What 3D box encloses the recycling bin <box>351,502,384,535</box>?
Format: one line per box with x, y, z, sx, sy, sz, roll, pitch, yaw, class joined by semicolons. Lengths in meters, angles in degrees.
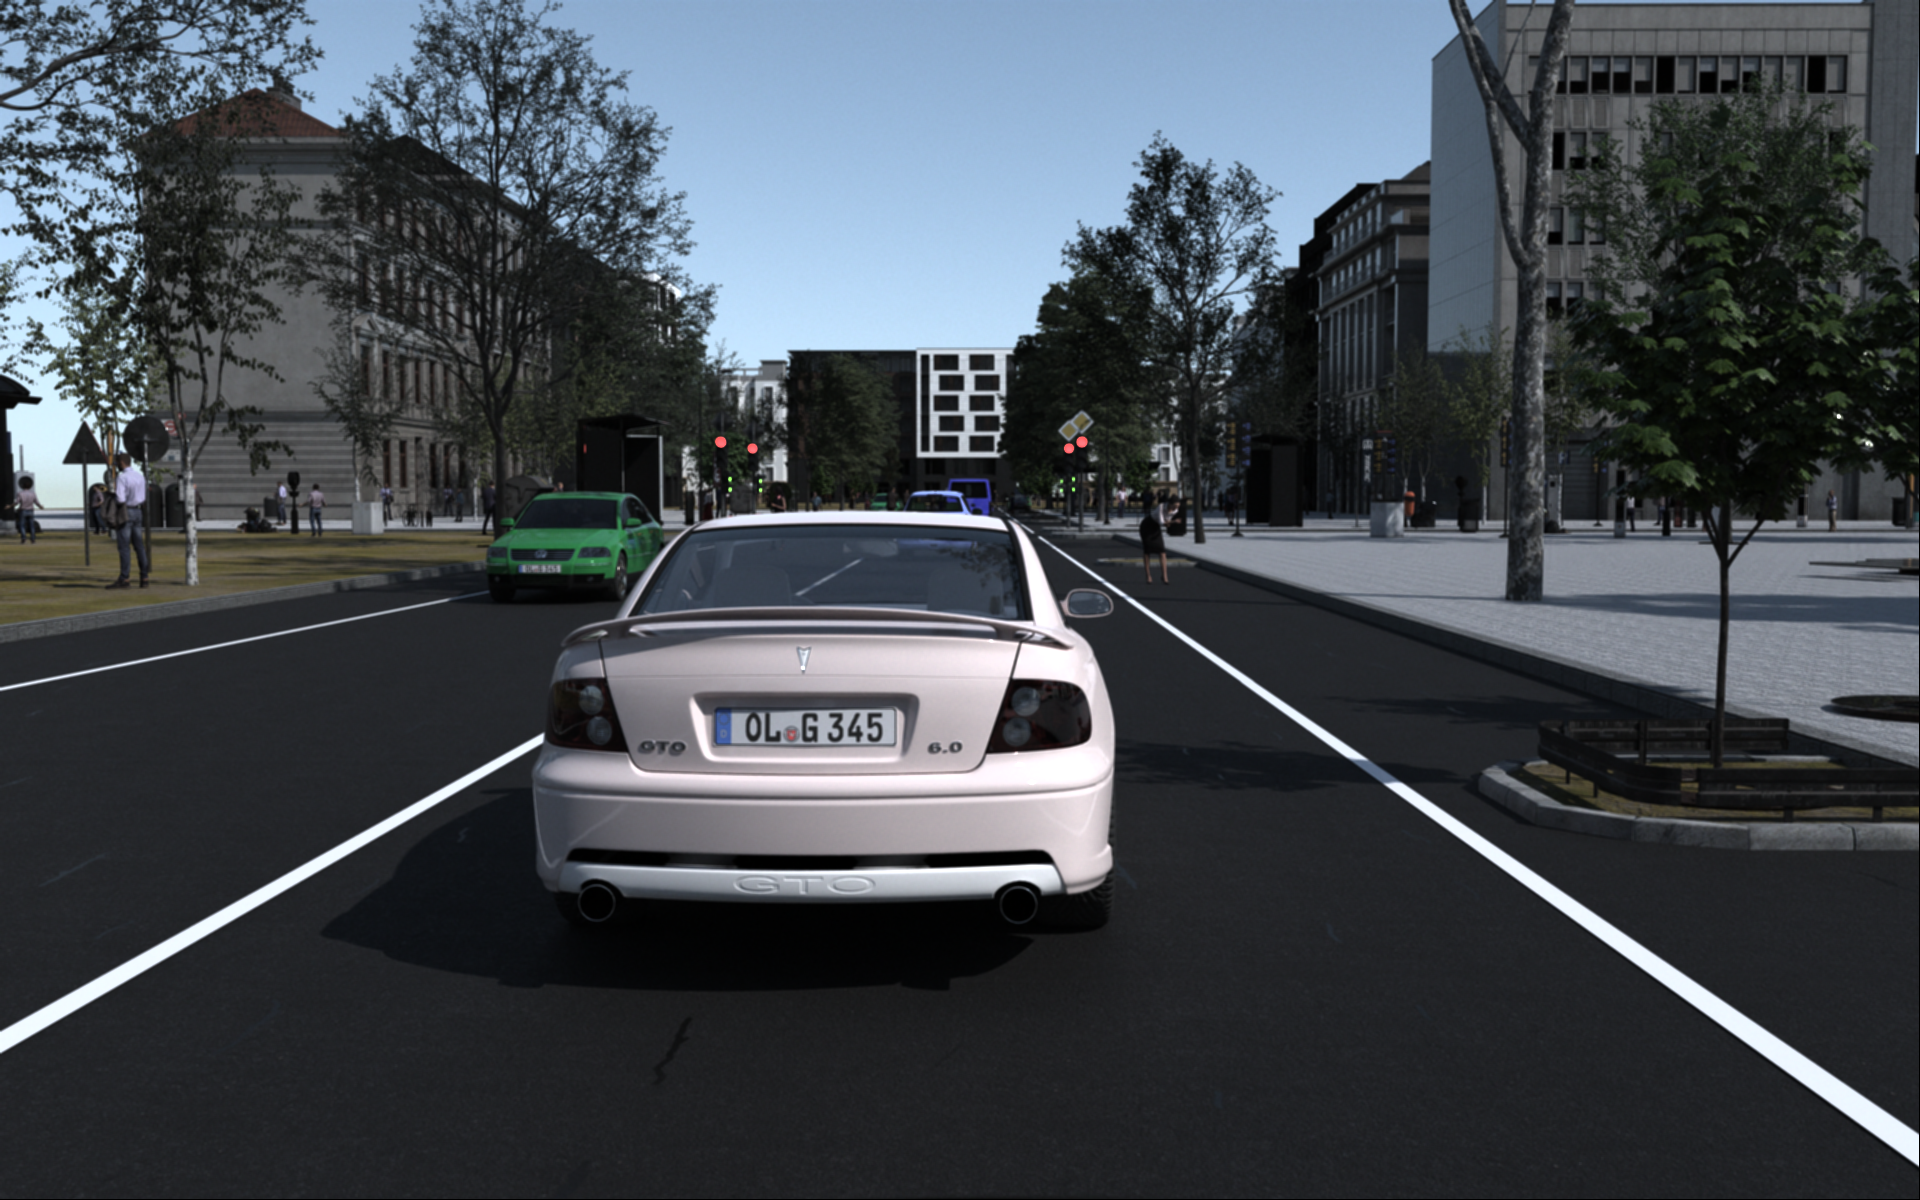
-18.593;-2.557;54.361;0.722;1.027;0.722;1;4;10;recycling bin

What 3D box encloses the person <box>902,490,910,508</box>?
-3.917;-7.090;125.106;0.565;1.739;0.600;-2;4;-31;person

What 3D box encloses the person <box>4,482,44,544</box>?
-23.913;-2.225;44.387;0.435;1.587;0.963;3;4;38;person

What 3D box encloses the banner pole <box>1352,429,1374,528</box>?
15.425;-4.661;66.226;0.863;3.779;0.401;0;4;-8;banner pole

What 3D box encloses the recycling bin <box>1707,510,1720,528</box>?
28.741;-3.253;65.745;0.722;1.027;0.722;2;4;27;recycling bin

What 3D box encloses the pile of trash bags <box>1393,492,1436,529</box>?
17.144;-3.436;65.928;1.912;1.369;3.447;1;4;15;pile of trash bags

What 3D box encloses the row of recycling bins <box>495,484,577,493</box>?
-16.669;-3.767;68.700;3.534;1.692;1.069;-2;4;-29;row of recycling bins

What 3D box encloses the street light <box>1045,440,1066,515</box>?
5.873;-8.170;106.115;1.470;5.913;1.316;0;4;1;street light

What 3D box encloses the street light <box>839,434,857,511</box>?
-8.557;-9.771;132.298;1.470;5.913;1.316;0;4;1;street light

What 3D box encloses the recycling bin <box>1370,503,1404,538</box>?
12.714;-2.386;51.559;0.722;1.027;0.722;-2;4;-27;recycling bin

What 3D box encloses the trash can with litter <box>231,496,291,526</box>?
-28.519;-3.644;70.638;2.233;1.210;1.678;-1;4;-21;trash can with litter

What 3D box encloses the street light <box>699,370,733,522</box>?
-9.177;-5.645;64.842;1.470;5.913;1.316;0;4;1;street light

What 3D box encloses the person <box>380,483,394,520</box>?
-28.135;-4.835;84.961;0.709;1.838;0.599;-2;4;-26;person

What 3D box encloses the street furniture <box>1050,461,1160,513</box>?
10.070;-7.908;121.402;7.346;3.524;5.398;0;4;0;street furniture

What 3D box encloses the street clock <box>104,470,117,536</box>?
-25.629;-2.922;52.345;0.471;2.002;0.358;2;4;35;street clock

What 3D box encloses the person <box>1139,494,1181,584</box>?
3.211;-0.967;27.504;0.799;1.438;0.628;2;4;24;person

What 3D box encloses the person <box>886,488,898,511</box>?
-3.294;-4.543;83.458;0.565;1.739;0.600;-1;4;-19;person

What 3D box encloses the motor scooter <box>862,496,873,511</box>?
-6.775;-7.027;127.664;0.815;1.314;1.986;0;4;1;motor scooter

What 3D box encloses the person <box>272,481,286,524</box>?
-29.097;-4.160;73.933;0.599;1.838;0.709;0;4;-4;person

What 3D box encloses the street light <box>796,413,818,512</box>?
-8.818;-7.739;99.067;1.470;5.913;1.316;0;4;1;street light

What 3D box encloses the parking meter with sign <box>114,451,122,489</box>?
-33.318;-4.451;69.041;1.738;3.016;0.543;3;5;43;parking meter with sign

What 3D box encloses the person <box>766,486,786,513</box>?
-4.638;-2.054;43.561;0.593;1.643;0.415;1;4;14;person

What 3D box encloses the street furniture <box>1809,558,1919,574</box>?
19.525;-1.107;24.948;11.010;1.723;9.812;-1;4;-16;street furniture

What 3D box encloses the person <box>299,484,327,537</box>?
-19.203;-2.667;51.612;0.435;1.587;0.963;2;4;35;person

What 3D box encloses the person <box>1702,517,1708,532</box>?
25.254;-2.884;58.889;0.697;1.427;0.421;-2;4;-25;person

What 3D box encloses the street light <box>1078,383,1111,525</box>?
5.655;-6.134;72.830;1.470;5.913;1.316;0;4;1;street light

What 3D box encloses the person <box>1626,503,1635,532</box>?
22.882;-2.984;59.497;0.614;1.554;0.590;-1;4;-20;person

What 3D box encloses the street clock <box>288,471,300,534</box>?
-21.357;-3.118;55.556;0.358;2.002;0.471;0;4;-1;street clock

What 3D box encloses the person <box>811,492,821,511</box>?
-7.088;-4.563;85.313;0.499;1.552;0.429;3;5;40;person

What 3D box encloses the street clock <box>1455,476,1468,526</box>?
19.993;-3.946;69.082;0.358;2.002;0.471;-2;4;-28;street clock

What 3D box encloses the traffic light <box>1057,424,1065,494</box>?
4.045;-4.623;64.834;0.839;4.213;0.868;0;4;1;traffic light

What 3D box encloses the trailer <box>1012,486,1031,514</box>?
4.495;-7.423;128.416;1.471;1.999;3.904;0;4;2;trailer

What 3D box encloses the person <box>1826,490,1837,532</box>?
30.286;-3.037;60.216;0.319;1.574;0.516;1;4;12;person

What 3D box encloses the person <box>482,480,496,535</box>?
-14.732;-2.905;54.458;0.541;1.710;0.530;2;4;34;person

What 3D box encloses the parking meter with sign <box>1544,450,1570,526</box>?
23.463;-4.449;69.004;1.738;3.016;0.543;-2;4;-31;parking meter with sign

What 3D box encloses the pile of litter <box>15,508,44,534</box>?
-30.793;-2.602;56.501;1.719;0.858;1.176;-3;5;-41;pile of litter

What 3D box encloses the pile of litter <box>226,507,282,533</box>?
-23.471;-2.661;57.465;1.719;0.858;1.176;0;4;-3;pile of litter

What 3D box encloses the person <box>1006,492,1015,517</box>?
3.144;-5.927;107.780;0.546;1.535;0.453;-1;4;-10;person

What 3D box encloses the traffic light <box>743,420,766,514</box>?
-7.716;-4.630;64.937;0.839;4.213;0.868;0;4;1;traffic light

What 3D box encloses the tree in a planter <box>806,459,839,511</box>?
-7.178;-5.651;89.622;1.991;3.239;1.994;0;4;1;tree in a planter

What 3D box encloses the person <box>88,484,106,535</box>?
-27.018;-2.825;54.196;0.963;1.587;0.435;3;4;37;person

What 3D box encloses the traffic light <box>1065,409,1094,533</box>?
3.964;-4.135;56.849;0.839;4.213;0.868;0;4;1;traffic light

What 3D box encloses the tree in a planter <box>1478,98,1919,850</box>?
3.490;-0.651;7.865;1.991;3.239;1.994;0;4;1;tree in a planter

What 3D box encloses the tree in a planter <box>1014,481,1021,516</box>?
4.610;-7.293;116.467;1.991;3.239;1.994;0;4;1;tree in a planter

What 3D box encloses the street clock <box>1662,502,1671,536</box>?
21.701;-2.972;53.159;0.358;2.002;0.471;3;5;44;street clock

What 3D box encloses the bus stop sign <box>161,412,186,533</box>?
-25.586;-4.149;56.547;0.855;3.939;0.416;0;4;-8;bus stop sign

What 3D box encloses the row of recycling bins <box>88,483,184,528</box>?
-31.041;-3.566;65.413;3.534;1.692;1.069;-1;4;-10;row of recycling bins

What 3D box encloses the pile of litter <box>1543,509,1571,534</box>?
18.940;-2.589;56.289;1.176;0.858;1.719;-3;5;-43;pile of litter

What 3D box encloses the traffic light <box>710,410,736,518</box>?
-7.797;-4.141;56.953;0.839;4.213;0.868;0;4;1;traffic light

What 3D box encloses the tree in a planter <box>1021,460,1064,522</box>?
4.329;-5.645;89.525;1.991;3.239;1.994;0;4;1;tree in a planter

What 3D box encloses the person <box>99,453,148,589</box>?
-11.384;-1.076;23.499;0.599;1.838;0.709;1;4;12;person
